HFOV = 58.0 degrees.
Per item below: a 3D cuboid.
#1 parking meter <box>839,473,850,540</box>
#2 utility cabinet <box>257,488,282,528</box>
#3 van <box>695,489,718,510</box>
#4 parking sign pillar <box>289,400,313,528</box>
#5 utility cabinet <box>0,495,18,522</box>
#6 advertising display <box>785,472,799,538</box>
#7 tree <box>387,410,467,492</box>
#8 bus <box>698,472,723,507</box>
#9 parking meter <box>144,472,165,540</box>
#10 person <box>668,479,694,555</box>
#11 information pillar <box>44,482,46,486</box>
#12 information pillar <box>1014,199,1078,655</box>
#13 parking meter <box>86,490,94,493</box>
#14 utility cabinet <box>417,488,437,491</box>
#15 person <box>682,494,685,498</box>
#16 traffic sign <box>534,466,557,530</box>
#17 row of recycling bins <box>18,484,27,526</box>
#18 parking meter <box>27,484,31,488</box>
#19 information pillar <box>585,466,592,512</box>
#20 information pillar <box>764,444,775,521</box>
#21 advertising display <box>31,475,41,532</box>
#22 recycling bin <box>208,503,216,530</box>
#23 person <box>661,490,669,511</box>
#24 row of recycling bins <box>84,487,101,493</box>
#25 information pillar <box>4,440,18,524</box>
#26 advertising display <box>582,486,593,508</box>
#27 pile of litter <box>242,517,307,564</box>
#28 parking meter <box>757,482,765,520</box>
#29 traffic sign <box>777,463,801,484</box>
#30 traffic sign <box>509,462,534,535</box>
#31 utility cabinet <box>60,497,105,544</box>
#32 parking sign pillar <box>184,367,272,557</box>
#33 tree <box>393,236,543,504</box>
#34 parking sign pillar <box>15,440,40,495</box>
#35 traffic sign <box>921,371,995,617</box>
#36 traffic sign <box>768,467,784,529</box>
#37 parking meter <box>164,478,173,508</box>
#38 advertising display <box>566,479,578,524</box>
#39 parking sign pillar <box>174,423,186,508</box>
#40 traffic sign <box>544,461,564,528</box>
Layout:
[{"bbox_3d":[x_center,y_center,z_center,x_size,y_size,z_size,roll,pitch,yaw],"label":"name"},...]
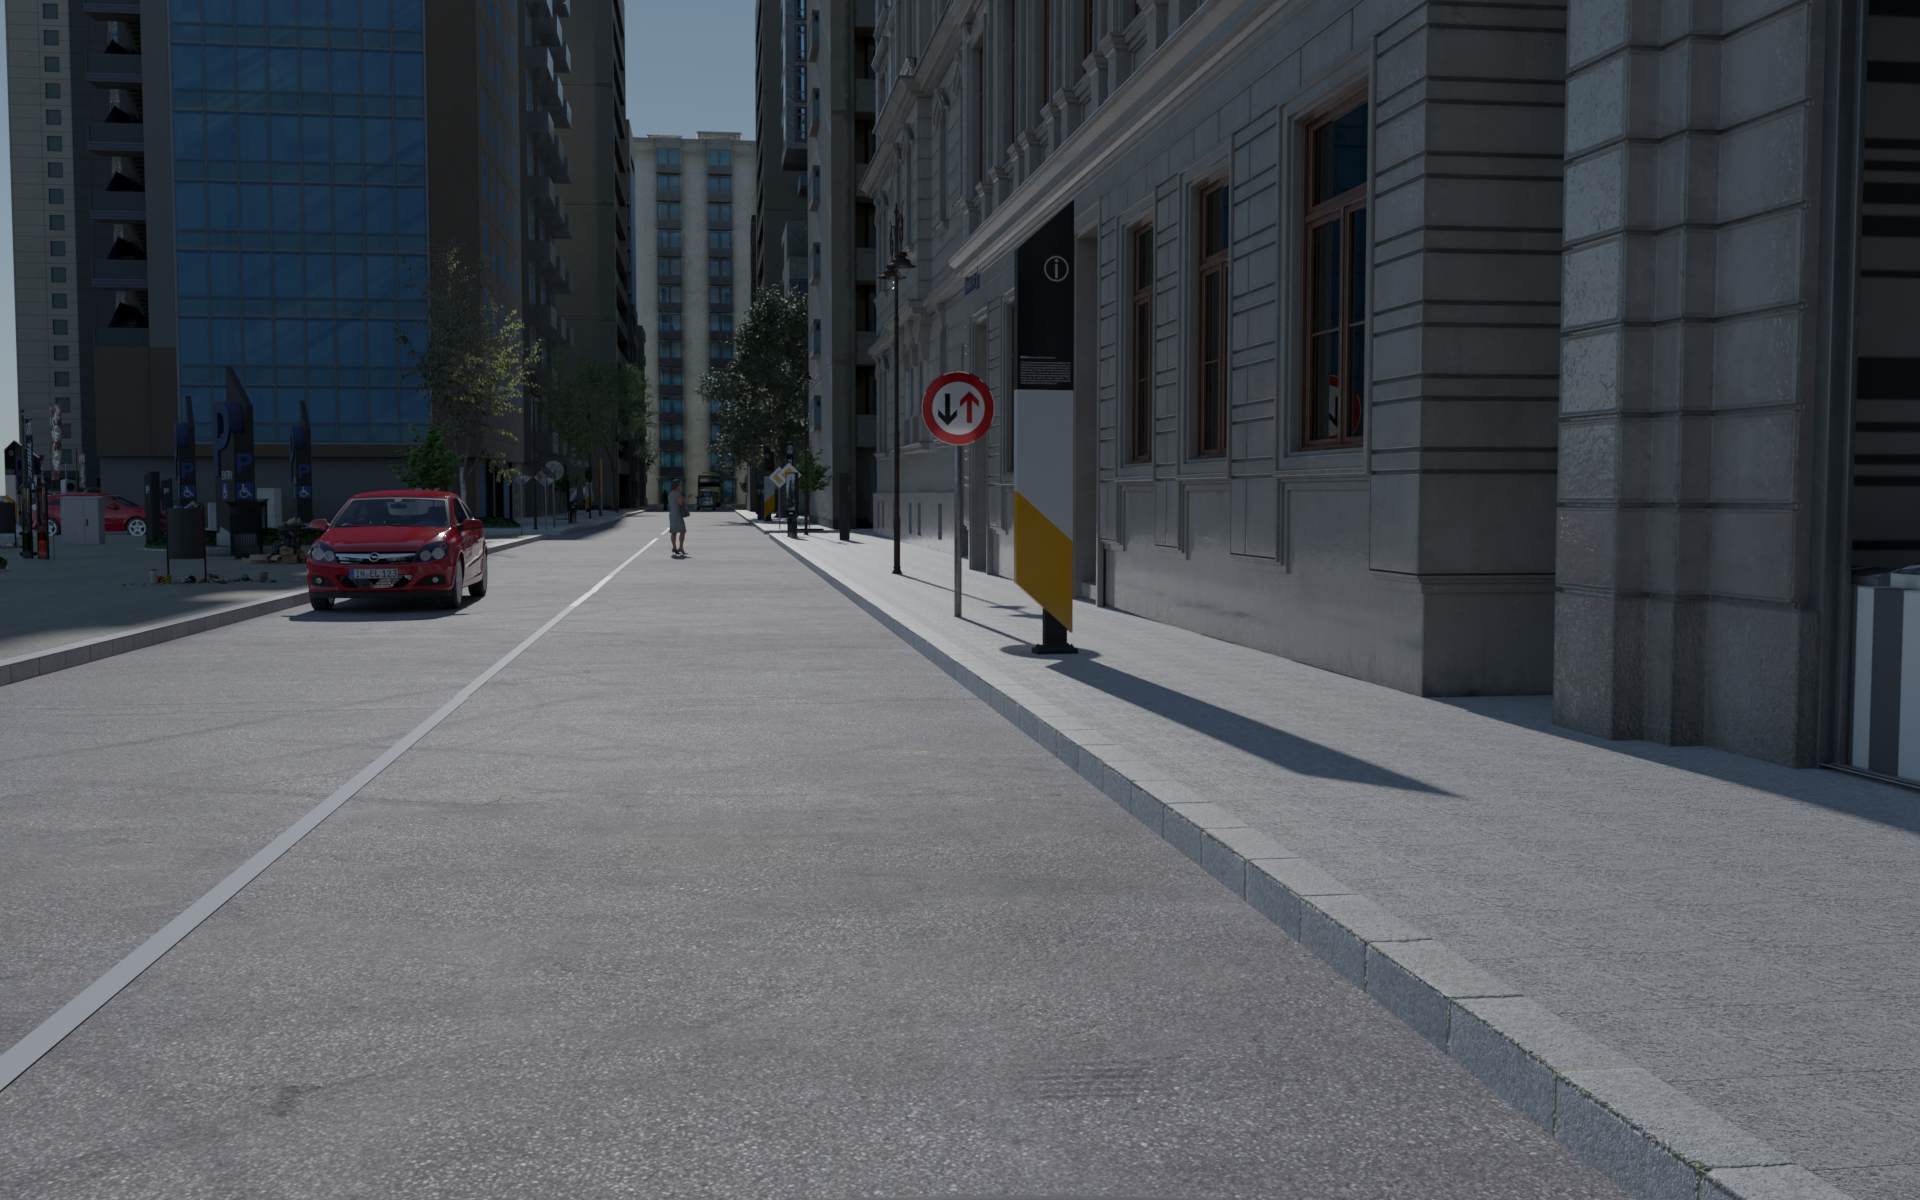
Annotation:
[{"bbox_3d":[-3.213,-2.598,48.194,0.255,1.863,0.399,0,4,4],"label":"parking meter"},{"bbox_3d":[-25.686,-3.412,64.459,1.173,1.500,0.318,3,4,38],"label":"utility cabinet"},{"bbox_3d":[-22.757,-9.072,155.337,2.013,2.044,4.112,0,4,-7],"label":"van"},{"bbox_3d":[-18.739,-3.719,49.276,1.447,3.967,1.447,-2,4,-26],"label":"parking sign pillar"},{"bbox_3d":[-43.179,-4.131,78.703,0.306,1.237,1.020,1,4,23],"label":"utility cabinet"},{"bbox_3d":[-4.979,-2.824,51.378,0.123,1.923,0.974,-1,4,-22],"label":"advertising display"},{"bbox_3d":[-12.183,-2.780,40.051,1.663,3.219,1.824,0,3,0],"label":"tree"},{"bbox_3d":[-27.866,-12.324,193.045,2.896,3.916,12.252,0,4,-8],"label":"bus"},{"bbox_3d":[-20.990,-2.405,45.025,0.399,1.863,0.255,3,5,39],"label":"parking meter"},{"bbox_3d":[-6.583,-1.968,41.030,0.532,1.782,0.716,-3,4,-38],"label":"person"},{"bbox_3d":[-53.634,-5.919,101.268,0.304,2.012,0.304,0,4,1],"label":"information pillar"},{"bbox_3d":[0.684,-1.375,13.831,0.504,3.616,0.183,-1,4,-13],"label":"information pillar"},{"bbox_3d":[-48.869,-5.439,97.346,0.372,1.533,0.369,0,3,0],"label":"parking meter"},{"bbox_3d":[-19.067,-3.275,62.218,1.173,1.500,0.318,2,4,33],"label":"utility cabinet"},{"bbox_3d":[-22.514,-7.835,139.790,0.799,1.438,0.628,0,4,0],"label":"person"},{"bbox_3d":[-14.777,-3.558,61.808,0.795,2.450,0.064,-1,4,-8],"label":"traffic sign"},{"bbox_3d":[-38.202,-3.932,71.403,1.069,1.692,3.534,-2,4,-25],"label":"row of recycling bins"},{"bbox_3d":[-35.817,-3.744,66.927,0.399,1.863,0.255,0,4,-7],"label":"parking meter"},{"bbox_3d":[-26.275,-8.019,122.458,0.504,3.616,0.183,-1,4,-22],"label":"information pillar"},{"bbox_3d":[-8.960,-5.499,81.262,0.504,3.616,0.183,-1,4,-14],"label":"information pillar"},{"bbox_3d":[-31.540,-3.299,59.150,0.123,1.923,0.974,-3,4,-38],"label":"advertising display"},{"bbox_3d":[-21.486,-2.315,50.408,0.722,1.027,0.722,-2,4,-23],"label":"recycling bin"},{"bbox_3d":[-25.615,-8.698,150.721,0.705,1.822,1.348,2,4,34],"label":"person"},{"bbox_3d":[-54.474,-6.228,108.943,1.069,1.692,3.534,-1,4,-19],"label":"row of recycling bins"},{"bbox_3d":[-41.304,-5.139,75.383,0.504,3.616,0.183,0,4,6],"label":"information pillar"},{"bbox_3d":[-28.657,-7.837,133.341,0.974,1.923,0.123,2,4,32],"label":"advertising display"},{"bbox_3d":[-12.615,-1.111,32.135,1.176,0.858,1.719,-3,5,-42],"label":"pile of litter"},{"bbox_3d":[-9.861,-4.902,85.860,0.255,1.863,0.399,2,4,34],"label":"parking meter"},{"bbox_3d":[-5.430,-3.145,55.057,0.795,2.450,0.064,-1,4,-8],"label":"traffic sign"},{"bbox_3d":[-13.643,-3.074,53.903,0.795,2.450,0.064,-1,4,-8],"label":"traffic sign"},{"bbox_3d":[-22.572,-2.043,44.557,1.020,1.237,0.306,0,4,3],"label":"utility cabinet"},{"bbox_3d":[-15.156,-2.917,36.168,1.447,3.967,1.447,-3,5,-40],"label":"parking sign pillar"},{"bbox_3d":[-14.184,-6.066,49.534,4.360,8.622,3.978,0,3,0],"label":"tree"},{"bbox_3d":[-46.780,-6.014,86.794,1.447,3.967,1.447,0,4,7],"label":"parking sign pillar"},{"bbox_3d":[-0.020,-1.097,18.041,0.768,2.556,0.104,0,4,-5],"label":"traffic sign"},{"bbox_3d":[-6.564,-3.628,62.961,0.795,2.450,0.064,-1,4,-8],"label":"traffic sign"},{"bbox_3d":[-29.478,-3.587,64.350,0.399,1.863,0.255,-1,4,-18],"label":"parking meter"},{"bbox_3d":[-16.967,-4.315,75.770,0.123,1.923,0.974,1,4,8],"label":"advertising display"},{"bbox_3d":[-20.988,-3.578,46.971,1.447,3.967,1.447,-2,4,-27],"label":"parking sign pillar"},{"bbox_3d":[-15.492,-4.034,66.060,0.768,2.556,0.104,0,4,-5],"label":"traffic sign"}]
